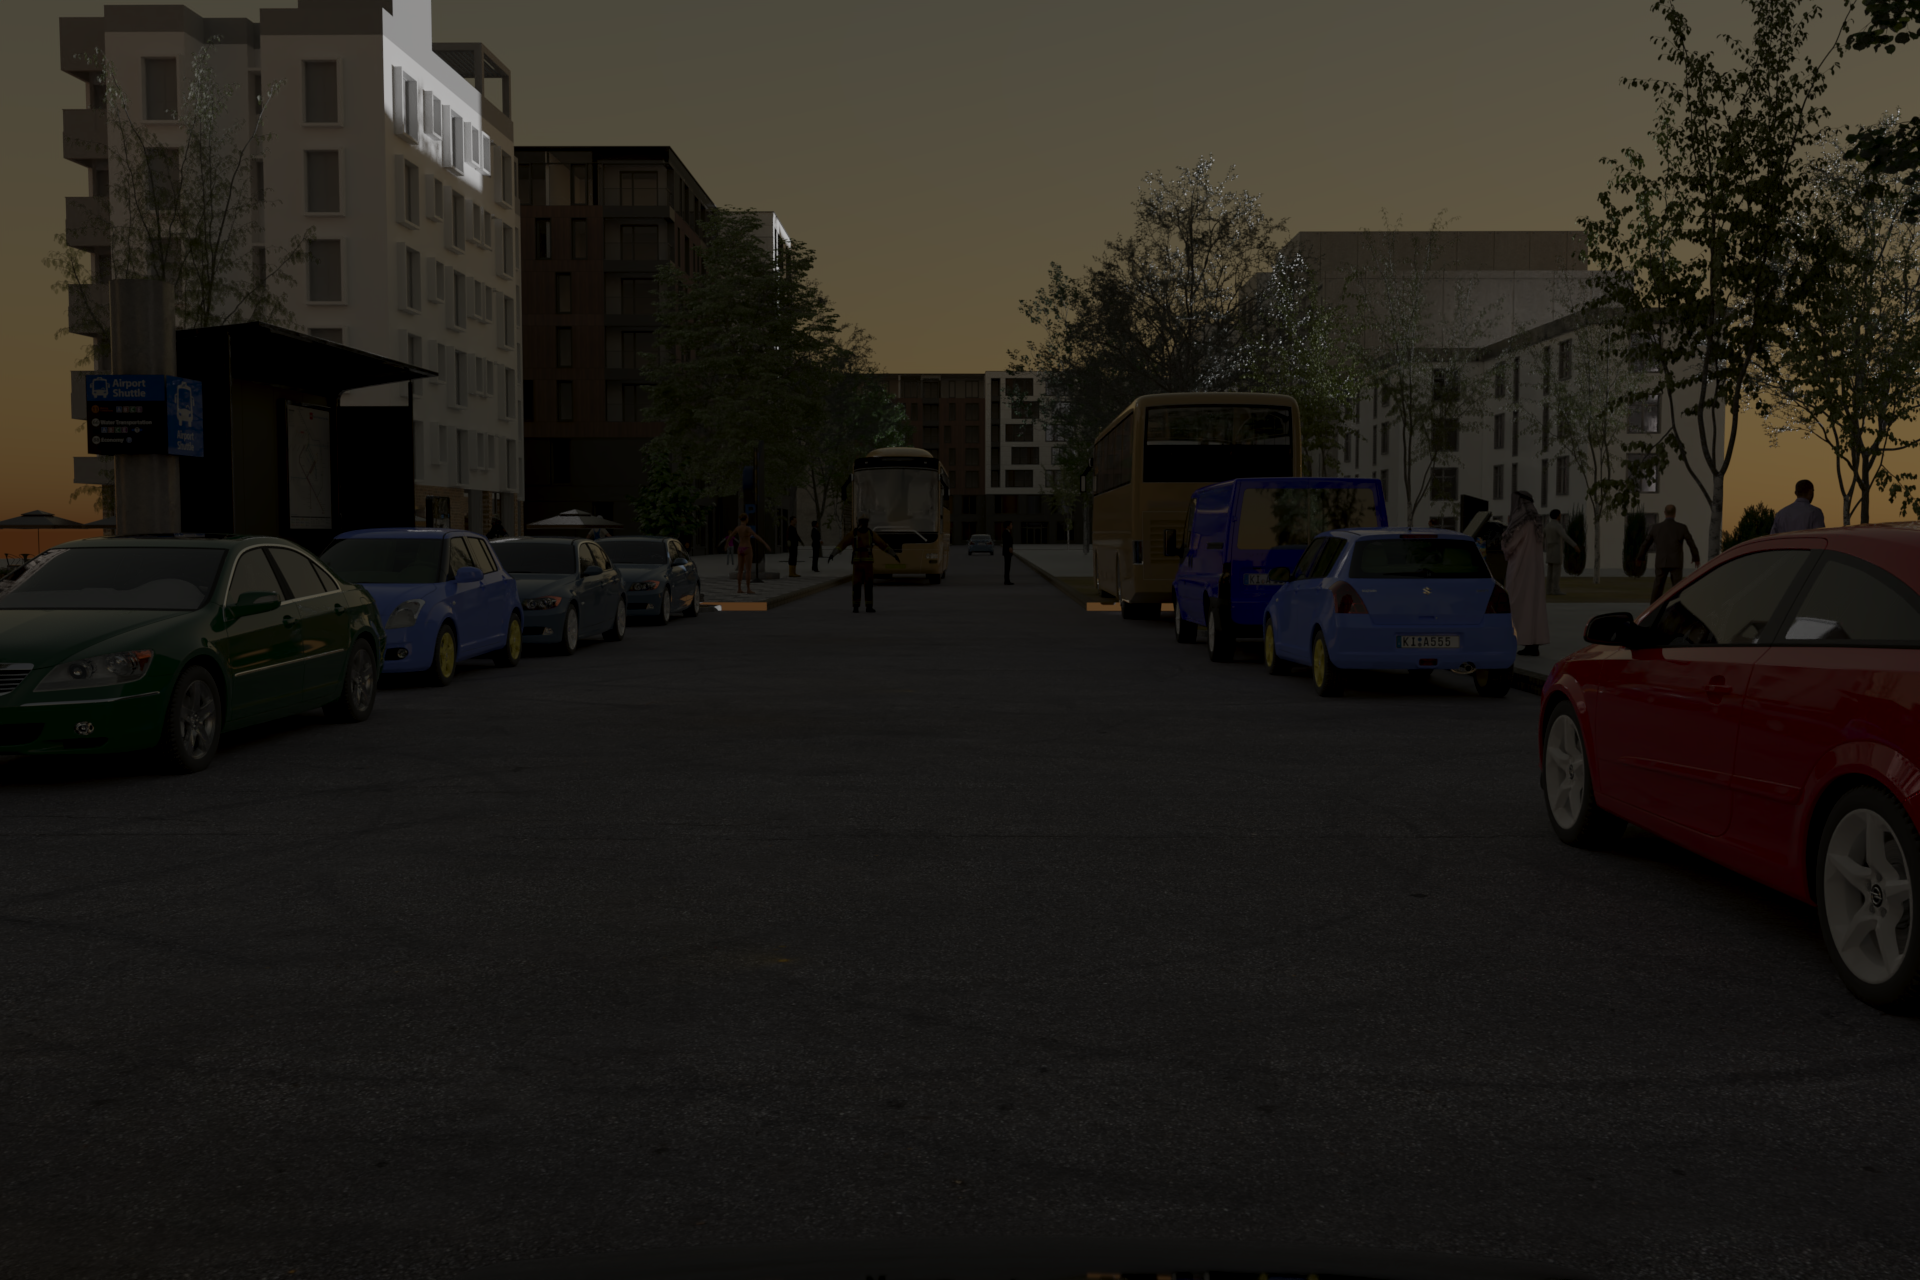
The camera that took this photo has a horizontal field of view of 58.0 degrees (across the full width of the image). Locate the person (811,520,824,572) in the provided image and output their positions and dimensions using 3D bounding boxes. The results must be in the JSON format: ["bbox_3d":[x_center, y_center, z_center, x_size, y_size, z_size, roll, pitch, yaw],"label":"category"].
[{"bbox_3d":[-4.801,-3.163,58.442,0.721,1.740,1.216,-1,4,-18],"label":"person"}]

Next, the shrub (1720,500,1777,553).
[{"bbox_3d":[18.775,-2.249,40.811,1.661,2.075,1.752,0,3,0],"label":"shrub"}]

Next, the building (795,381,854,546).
[{"bbox_3d":[-21.908,-22.316,195.799,19.493,23.208,18.063,0,4,0],"label":"building"}]

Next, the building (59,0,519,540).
[{"bbox_3d":[-23.170,-12.298,57.485,16.016,20.090,11.380,0,4,1],"label":"building"}]

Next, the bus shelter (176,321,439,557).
[{"bbox_3d":[-8.509,-1.894,22.247,1.731,3.624,6.357,0,4,1],"label":"bus shelter"}]

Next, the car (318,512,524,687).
[{"bbox_3d":[-5.634,-0.477,17.391,1.945,1.707,3.694,0,4,1],"label":"car"}]

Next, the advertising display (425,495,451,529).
[{"bbox_3d":[-8.832,-1.477,29.358,0.123,1.923,0.974,0,4,1],"label":"advertising display"}]

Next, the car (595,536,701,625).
[{"bbox_3d":[-5.429,-1.021,28.701,2.014,1.417,4.499,0,4,1],"label":"car"}]

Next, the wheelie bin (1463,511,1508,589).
[{"bbox_3d":[7.309,-0.998,24.228,0.693,1.594,0.980,0,4,1],"label":"wheelie bin"}]

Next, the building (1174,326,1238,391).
[{"bbox_3d":[28.724,-17.589,154.043,16.747,18.905,31.486,0,4,1],"label":"building"}]

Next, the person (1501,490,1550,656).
[{"bbox_3d":[5.917,-0.707,18.276,0.621,1.740,0.551,1,4,22],"label":"person"}]

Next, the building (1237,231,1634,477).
[{"bbox_3d":[28.279,-14.884,109.804,16.747,18.905,31.486,0,4,1],"label":"building"}]

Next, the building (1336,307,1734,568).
[{"bbox_3d":[24.278,-8.327,78.295,9.099,9.664,28.070,0,4,1],"label":"building"}]

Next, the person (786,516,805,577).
[{"bbox_3d":[-4.934,-2.776,51.518,0.704,1.812,1.346,1,4,13],"label":"person"}]

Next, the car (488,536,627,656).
[{"bbox_3d":[-5.408,-0.608,21.941,2.014,1.417,4.499,0,4,1],"label":"car"}]

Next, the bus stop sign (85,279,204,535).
[{"bbox_3d":[-8.560,-1.788,18.243,0.837,3.901,0.837,0,4,1],"label":"bus stop sign"}]

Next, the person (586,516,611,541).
[{"bbox_3d":[-10.988,-2.879,52.920,1.347,1.847,0.705,2,4,30],"label":"person"}]

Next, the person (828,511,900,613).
[{"bbox_3d":[-1.768,-1.430,31.613,1.354,1.858,0.705,-1,4,-16],"label":"person"}]

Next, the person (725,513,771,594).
[{"bbox_3d":[-4.612,-1.876,37.470,1.217,1.733,0.721,2,4,30],"label":"person"}]

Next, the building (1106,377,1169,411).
[{"bbox_3d":[25.925,-20.600,203.268,16.747,18.905,31.486,0,4,1],"label":"building"}]

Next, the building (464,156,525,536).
[{"bbox_3d":[-26.988,-13.296,73.810,16.016,20.090,11.380,0,4,1],"label":"building"}]

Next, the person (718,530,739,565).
[{"bbox_3d":[-9.543,-3.832,71.927,0.991,1.433,0.599,0,4,-8],"label":"person"}]

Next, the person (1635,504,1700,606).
[{"bbox_3d":[11.416,-1.304,27.916,0.990,1.755,0.434,2,4,35],"label":"person"}]

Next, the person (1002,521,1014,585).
[{"bbox_3d":[1.379,-2.466,48.960,0.705,1.806,1.347,0,4,2],"label":"person"}]

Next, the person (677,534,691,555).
[{"bbox_3d":[-7.562,-2.520,47.421,0.704,1.802,1.346,-2,4,-24],"label":"person"}]

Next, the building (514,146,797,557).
[{"bbox_3d":[-25.710,-16.139,107.841,27.936,21.610,32.646,0,4,0],"label":"building"}]

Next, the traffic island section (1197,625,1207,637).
[{"bbox_3d":[4.149,-0.125,24.903,1.991,0.108,1.994,0,4,1],"label":"traffic island section"}]

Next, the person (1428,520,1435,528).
[{"bbox_3d":[16.683,-3.372,61.400,0.705,1.796,1.348,3,4,36],"label":"person"}]

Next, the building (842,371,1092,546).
[{"bbox_3d":[0.848,-23.410,229.182,32.646,21.610,27.936,0,4,-1],"label":"building"}]

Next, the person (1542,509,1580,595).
[{"bbox_3d":[12.556,-1.854,36.494,0.705,1.806,1.347,-1,4,-16],"label":"person"}]

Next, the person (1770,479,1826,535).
[{"bbox_3d":[8.705,-0.726,17.781,0.599,1.838,0.709,-2,4,-32],"label":"person"}]

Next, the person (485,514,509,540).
[{"bbox_3d":[-13.350,-2.692,49.792,1.354,1.856,0.705,3,4,36],"label":"person"}]

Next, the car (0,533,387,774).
[{"bbox_3d":[-5.459,-0.003,11.843,2.131,1.459,4.920,0,4,0],"label":"car"}]
